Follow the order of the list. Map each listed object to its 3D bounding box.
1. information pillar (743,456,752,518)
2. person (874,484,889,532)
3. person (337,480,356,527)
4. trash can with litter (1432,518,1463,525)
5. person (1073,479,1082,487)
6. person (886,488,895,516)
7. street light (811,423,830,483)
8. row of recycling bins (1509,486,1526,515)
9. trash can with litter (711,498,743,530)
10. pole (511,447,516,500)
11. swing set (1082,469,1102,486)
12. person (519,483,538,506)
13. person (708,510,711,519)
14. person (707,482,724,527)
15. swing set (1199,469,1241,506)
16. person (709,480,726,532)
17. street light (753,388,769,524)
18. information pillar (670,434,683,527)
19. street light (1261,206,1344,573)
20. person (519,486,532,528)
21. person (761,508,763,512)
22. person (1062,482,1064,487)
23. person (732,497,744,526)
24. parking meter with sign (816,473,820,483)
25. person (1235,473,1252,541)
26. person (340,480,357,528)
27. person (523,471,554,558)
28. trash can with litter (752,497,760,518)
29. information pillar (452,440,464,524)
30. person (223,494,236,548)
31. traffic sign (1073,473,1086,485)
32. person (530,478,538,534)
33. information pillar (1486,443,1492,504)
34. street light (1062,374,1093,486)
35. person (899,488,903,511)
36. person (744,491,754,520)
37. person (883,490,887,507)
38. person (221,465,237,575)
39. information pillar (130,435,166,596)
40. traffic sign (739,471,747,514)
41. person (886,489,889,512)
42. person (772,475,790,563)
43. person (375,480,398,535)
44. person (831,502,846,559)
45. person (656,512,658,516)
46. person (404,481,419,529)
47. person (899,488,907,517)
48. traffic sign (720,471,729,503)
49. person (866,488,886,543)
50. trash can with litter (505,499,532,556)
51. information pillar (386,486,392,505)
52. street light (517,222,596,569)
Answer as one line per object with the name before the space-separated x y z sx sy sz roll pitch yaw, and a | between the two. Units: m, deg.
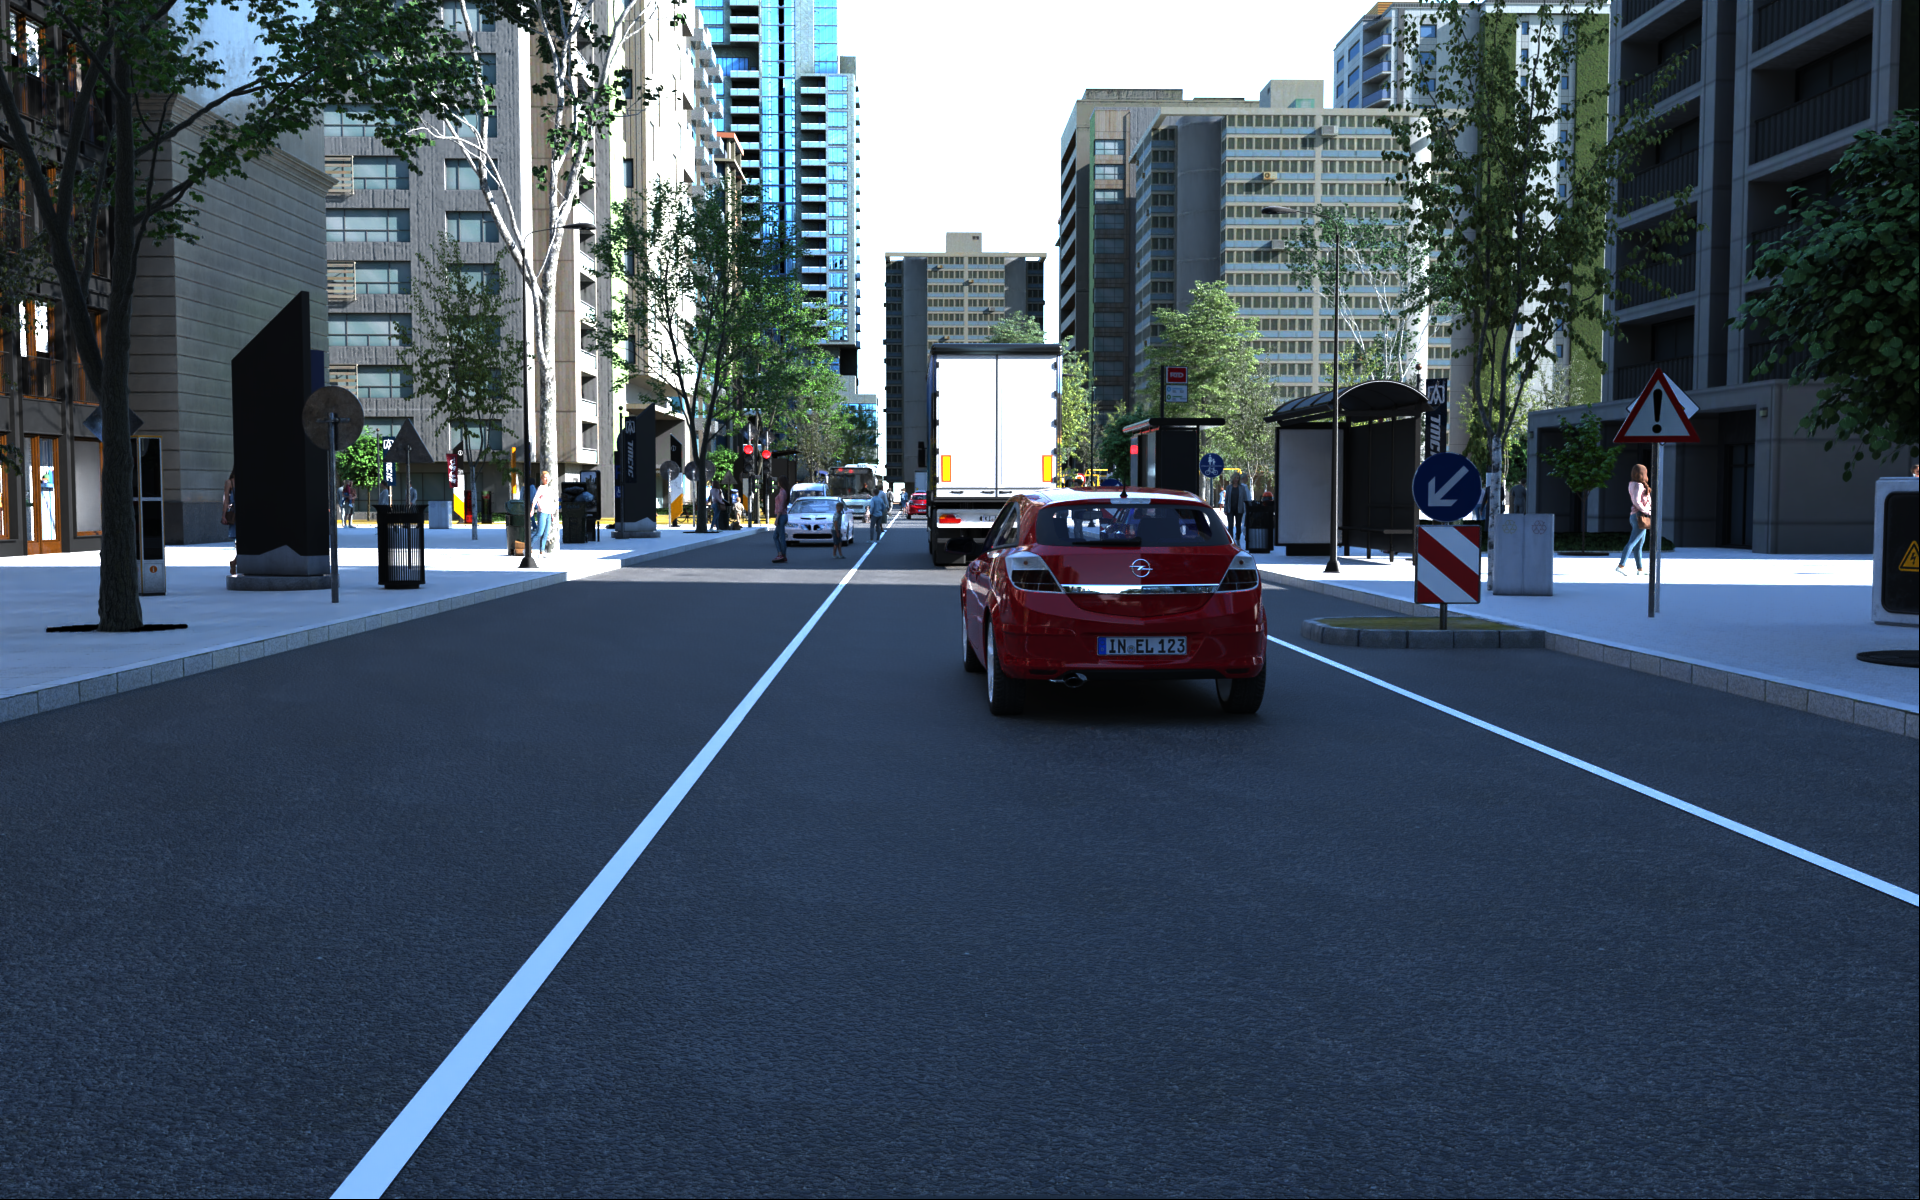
information pillar | -11.164 -6.097 91.040 0.504 3.616 0.183 1 4 10
person | -2.963 -3.417 64.592 0.478 1.798 0.641 3 5 45
person | -23.734 -3.716 66.905 0.635 1.810 0.391 0 4 3
trash can with litter | 9.479 -1.408 34.401 0.624 1.170 1.055 -2 4 -27
person | 2.790 -2.035 41.966 0.583 1.804 0.606 -1 4 -20
person | -4.595 -6.455 114.137 0.679 1.850 0.850 2 4 23
street light | -9.139 -8.587 112.933 1.470 5.913 1.316 0 4 -2
row of recycling bins | 26.000 -4.245 76.518 3.534 1.692 1.069 3 4 37
trash can with litter | -8.261 -3.059 61.401 0.624 1.170 1.055 3 5 44
pole | -19.551 -5.017 75.868 0.158 3.312 0.155 0 3 0
swing set | 9.227 -6.892 110.312 3.119 2.851 2.862 -3 5 -41
person | -16.528 -3.659 66.547 0.598 1.740 0.731 3 4 39
person | -12.371 -4.813 85.005 0.678 1.792 0.850 0 4 -7
person | -9.426 -3.676 66.538 0.661 1.777 0.834 1 4 18
swing set | 15.990 -6.653 106.401 3.119 2.851 2.862 -1 4 -19
person | -8.222 -3.157 58.255 0.643 1.750 0.593 -3 4 -36
street light | -8.206 -6.236 74.505 1.470 5.913 1.316 0 4 -2
information pillar | -11.035 -4.649 67.367 0.504 3.616 0.183 1 4 19
street light | 5.561 -3.400 28.126 1.470 5.913 1.316 0 4 -2
person | -14.896 -3.299 59.836 0.661 1.843 0.795 -3 5 -43
person | -13.851 -7.036 121.256 0.473 1.802 0.592 0 4 -3
person | 3.091 -2.734 53.469 0.678 1.792 0.850 2 4 26
person | -9.185 -3.601 71.648 0.475 1.303 0.640 -2 4 -25
parking meter with sign | -12.324 -8.891 141.636 1.738 3.016 0.543 -2 4 -31
person | 7.511 -2.457 46.092 0.818 1.842 0.514 -3 5 -43
person | -22.982 -3.613 65.093 0.573 1.828 0.580 -1 4 -12
person | -8.452 -1.703 34.566 0.598 1.740 0.731 0 4 2
trash can with litter | -10.419 -4.619 86.904 0.624 1.170 1.055 -2 4 -26
information pillar | -21.717 -5.119 75.049 0.504 3.616 0.183 -3 5 -43
person | -17.056 -2.093 40.932 0.731 1.740 0.598 -1 4 -13
traffic sign | 7.238 -6.425 105.161 0.768 2.556 0.104 0 4 1
person | -13.875 -3.054 56.235 0.793 1.790 0.793 -3 5 -41
information pillar | 20.636 -4.631 67.077 0.504 3.616 0.183 0 4 -3
street light | 4.556 -5.771 66.905 1.470 5.913 1.316 0 4 -2
person | -4.874 -8.368 144.684 0.474 1.900 0.648 0 4 -6
person | -10.255 -4.867 85.464 0.795 1.843 0.661 0 4 -5
person | -4.968 -6.221 110.967 0.760 1.731 0.466 -1 4 -16
person | -11.177 -1.264 26.803 0.778 1.811 0.616 3 4 39
information pillar | -10.247 -1.061 21.839 0.304 2.012 0.304 3 5 44
traffic sign | -11.378 -5.638 92.283 0.768 2.556 0.104 0 4 2
person | -5.199 -7.163 125.627 0.555 1.821 0.388 -1 4 -14
person | -3.734 -1.692 36.180 0.388 1.821 0.555 0 4 -3
person | -18.185 -2.937 54.814 0.466 1.731 0.760 3 4 36
person | -2.699 -1.548 38.492 0.332 1.250 0.352 -3 5 -41
person | -17.744 -5.717 99.791 0.573 1.790 0.520 2 4 31
person | -20.429 -3.555 64.435 0.678 1.792 0.850 2 4 28
person | -3.523 -6.194 109.788 0.654 1.822 0.581 -3 5 -39
traffic sign | -12.352 -5.655 92.469 0.884 2.594 0.081 0 4 -1
person | -2.456 -2.472 50.731 0.589 1.601 0.330 -3 4 -36
trash can with litter | -9.096 -1.507 36.027 0.624 1.170 1.055 -2 4 -26
information pillar | -25.629 -4.470 77.580 0.304 2.012 0.304 -1 4 -10
street light | -6.919 -3.499 29.757 1.470 5.913 1.316 0 4 -2
